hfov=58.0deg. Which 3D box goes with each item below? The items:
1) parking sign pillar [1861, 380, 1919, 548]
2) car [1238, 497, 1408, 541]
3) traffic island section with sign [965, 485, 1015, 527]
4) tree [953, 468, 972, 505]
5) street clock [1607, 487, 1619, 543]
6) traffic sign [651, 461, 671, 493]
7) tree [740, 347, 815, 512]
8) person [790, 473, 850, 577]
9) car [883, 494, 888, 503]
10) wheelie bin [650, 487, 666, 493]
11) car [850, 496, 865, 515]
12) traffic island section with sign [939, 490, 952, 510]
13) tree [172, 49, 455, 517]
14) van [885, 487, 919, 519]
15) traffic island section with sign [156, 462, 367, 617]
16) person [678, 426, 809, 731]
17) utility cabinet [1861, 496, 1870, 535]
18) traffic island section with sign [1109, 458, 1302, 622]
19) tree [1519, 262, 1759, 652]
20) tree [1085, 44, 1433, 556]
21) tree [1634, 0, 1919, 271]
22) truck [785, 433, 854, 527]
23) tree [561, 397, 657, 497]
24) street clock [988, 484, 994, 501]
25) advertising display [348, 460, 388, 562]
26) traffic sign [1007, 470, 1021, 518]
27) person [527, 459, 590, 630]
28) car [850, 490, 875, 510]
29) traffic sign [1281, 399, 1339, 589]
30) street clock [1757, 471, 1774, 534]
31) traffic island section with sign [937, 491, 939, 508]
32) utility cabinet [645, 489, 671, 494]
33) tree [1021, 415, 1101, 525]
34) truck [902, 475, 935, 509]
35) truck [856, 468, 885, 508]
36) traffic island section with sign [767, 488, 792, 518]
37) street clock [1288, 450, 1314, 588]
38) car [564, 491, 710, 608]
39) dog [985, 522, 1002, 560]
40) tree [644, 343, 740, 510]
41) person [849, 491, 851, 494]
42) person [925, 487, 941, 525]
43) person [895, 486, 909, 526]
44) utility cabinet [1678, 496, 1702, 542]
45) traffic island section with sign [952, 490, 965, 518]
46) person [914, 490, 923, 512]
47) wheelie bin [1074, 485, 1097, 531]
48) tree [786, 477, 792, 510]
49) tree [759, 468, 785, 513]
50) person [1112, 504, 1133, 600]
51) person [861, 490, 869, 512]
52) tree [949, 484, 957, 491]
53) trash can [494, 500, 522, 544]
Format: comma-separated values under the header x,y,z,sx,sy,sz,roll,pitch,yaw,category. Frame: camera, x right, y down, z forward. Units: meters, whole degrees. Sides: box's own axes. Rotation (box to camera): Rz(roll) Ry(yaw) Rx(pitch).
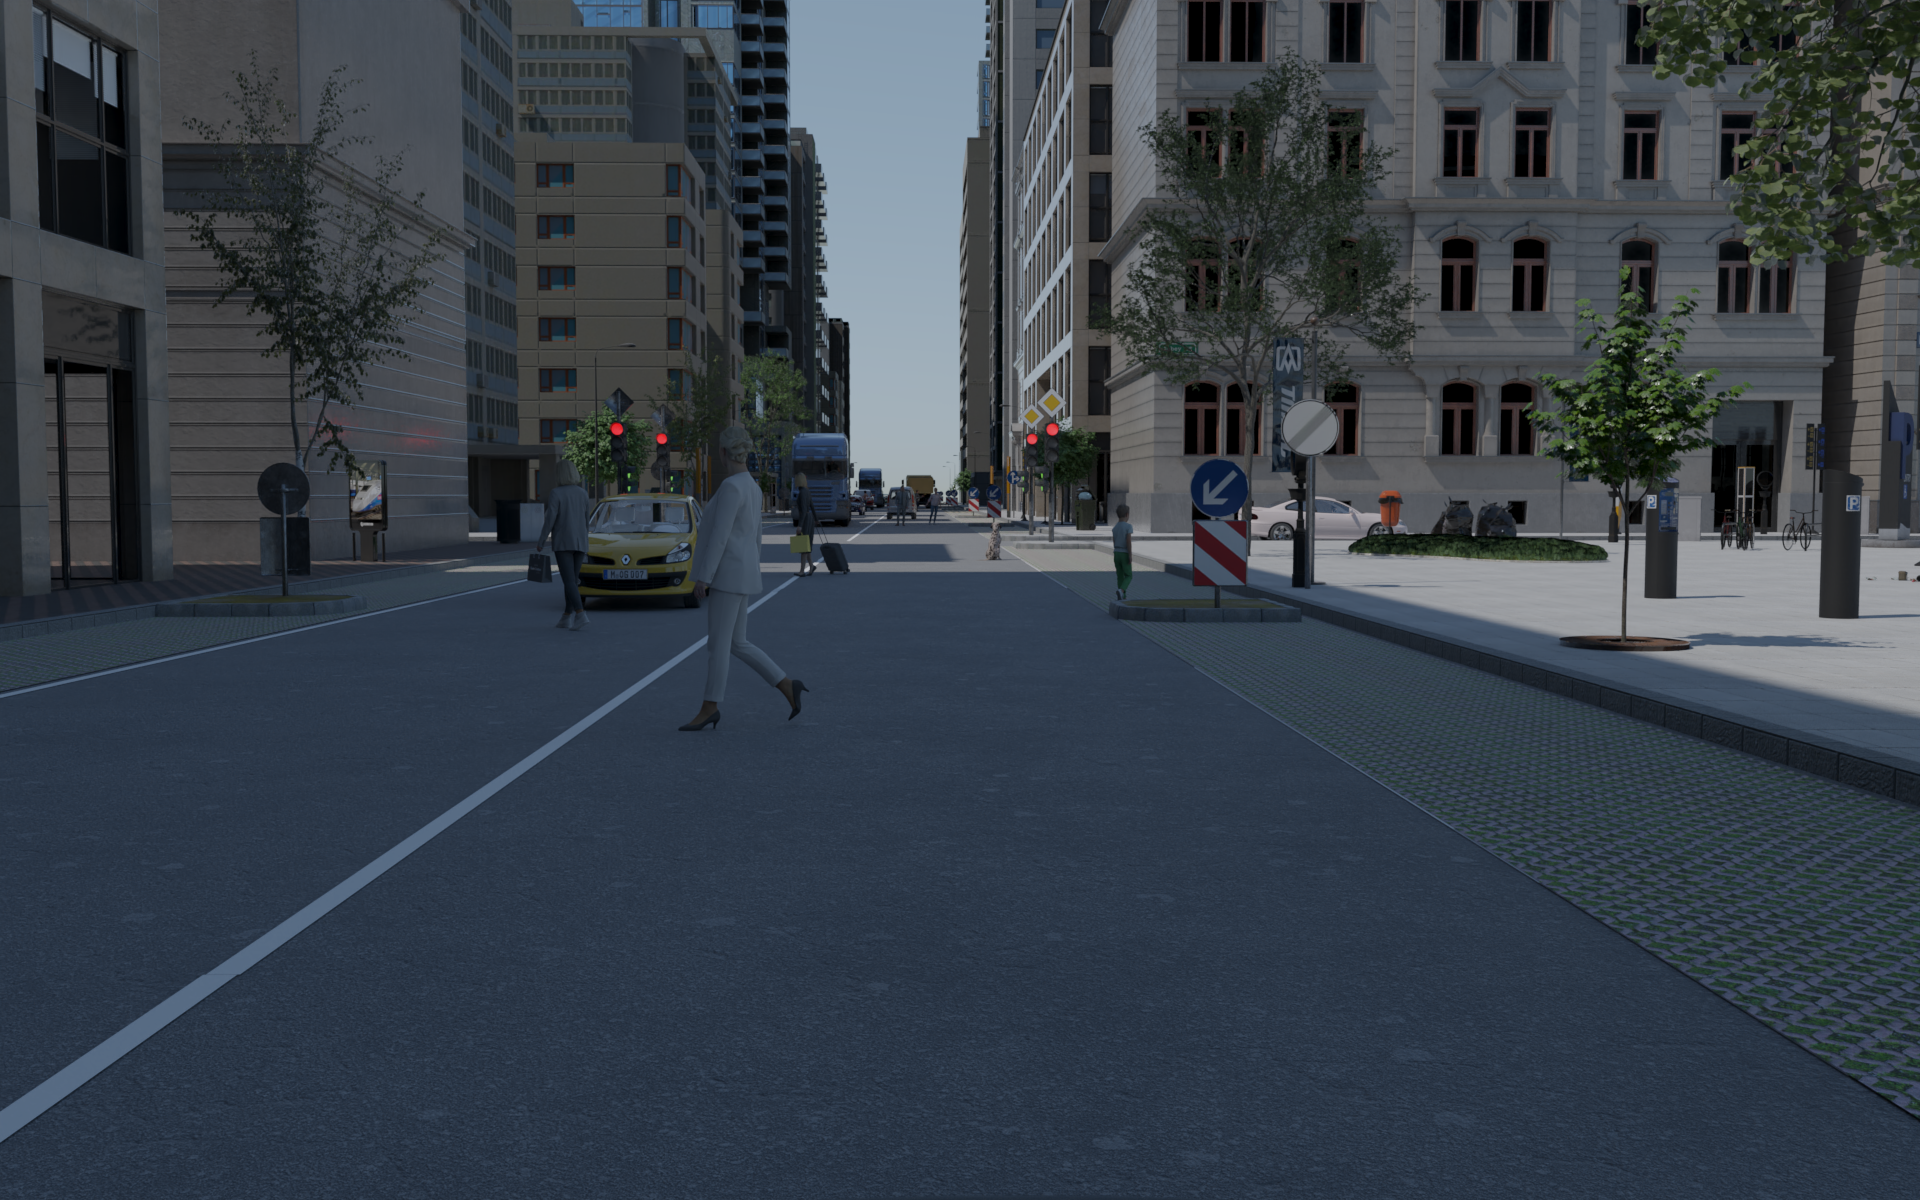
x,y,z,sx,sy,sz,roll,pitch,yaw,category
22.471,-3.246,41.544,1.447,3.967,1.447,3,5,40,parking sign pillar
10.365,-2.277,49.593,4.827,1.381,2.083,0,4,-1,car
1.356,-4.129,76.131,1.989,1.847,2.006,0,4,-1,traffic island section with sign
0.730,-13.983,212.335,4.285,4.588,4.351,0,3,0,tree
17.271,-2.518,45.735,0.471,2.002,0.358,-2,4,-34,street clock
-11.139,-3.937,64.480,0.768,2.556,0.104,0,4,3,traffic sign
-14.088,-12.116,123.852,9.928,11.665,9.643,0,3,0,tree
-2.484,-1.324,30.364,0.699,1.804,1.509,3,5,40,person
-10.112,-13.453,228.759,1.959,1.807,4.718,0,4,-3,car
-13.888,-4.374,79.426,0.980,1.594,0.693,1,4,19,wheelie bin
-7.402,-6.445,117.954,1.945,1.354,3.894,0,4,0,car
-0.626,-8.892,154.008,1.989,1.847,2.006,0,4,-1,traffic island section with sign
-11.118,-4.851,29.671,4.360,8.622,3.978,0,3,0,tree
-3.355,-5.670,99.715,2.013,2.044,4.112,0,4,0,van
-8.367,-0.759,21.033,1.989,1.847,2.006,0,4,-1,traffic island section with sign
-1.318,-0.134,10.562,0.818,1.842,0.514,-1,4,-13,person
28.706,-2.681,55.002,0.306,1.237,1.020,2,4,27,utility cabinet
2.776,-0.704,20.143,1.989,1.847,2.006,0,4,-1,traffic island section with sign
5.596,-1.226,14.644,1.663,3.219,1.824,0,3,0,tree
6.199,-6.182,35.494,7.601,10.594,8.767,-1,4,-17,tree
6.569,-5.437,7.023,7.486,12.596,7.792,0,3,0,tree
-6.475,-5.684,82.692,2.967,4.110,18.799,0,4,-3,truck
-11.777,-4.576,58.527,4.285,4.588,4.351,0,3,0,tree
2.190,-7.103,120.696,0.471,2.002,0.358,0,4,1,street clock
-11.215,-1.689,32.824,0.974,1.923,0.123,2,4,32,advertising display
2.910,-5.709,93.453,0.768,2.556,0.104,0,4,-1,traffic sign
-4.193,-0.588,18.305,0.728,1.800,0.709,3,5,44,person
-8.712,-8.918,154.484,2.281,1.827,5.304,0,4,-3,car
4.709,-1.423,23.375,0.768,2.556,0.104,0,4,7,traffic sign
25.558,-3.085,55.010,0.471,2.002,0.358,1,4,19,street clock
-1.309,-10.540,180.955,1.989,1.847,2.006,0,4,-1,traffic island section with sign
-14.126,-4.424,81.019,1.173,1.500,0.318,1,4,17,utility cabinet
4.163,-5.384,71.749,4.285,4.588,4.351,0,3,0,tree
-4.073,-10.852,173.349,3.469,3.379,9.791,0,4,-3,truck
-9.442,-12.020,186.290,2.967,4.110,18.799,0,4,-1,truck
-10.468,-5.806,103.552,1.989,1.847,2.006,0,4,-1,traffic island section with sign
4.671,-1.174,23.763,0.358,2.002,0.471,0,4,2,street clock
-4.160,-0.778,22.949,2.015,1.641,3.980,0,4,-3,car
0.630,-1.269,37.578,0.800,0.831,0.513,-2,4,-34,dog
-12.715,-8.136,83.390,4.737,8.622,4.395,0,3,0,tree
-12.671,-11.681,199.452,1.348,1.831,0.705,1,4,21,person
-1.306,-4.418,81.411,0.731,1.740,0.598,-2,4,-26,person
-2.632,-4.263,78.304,0.635,1.810,0.391,0,4,-2,person
19.571,-2.195,47.053,1.020,1.237,0.306,1,4,15,utility cabinet
0.675,-5.786,103.230,1.989,1.847,2.006,0,4,-1,traffic island section with sign
-3.377,-8.143,142.174,0.750,1.759,0.617,-1,4,-21,person
4.400,-3.239,60.870,0.693,1.594,0.980,-1,4,-20,wheelie bin
-13.613,-9.015,142.004,1.663,3.219,1.824,0,3,0,tree
-13.408,-7.575,118.450,1.663,3.219,1.824,0,3,0,tree
2.094,-0.588,22.368,0.306,1.304,0.590,1,4,20,person
-7.709,-7.968,139.488,0.721,1.736,1.217,2,4,31,person
-0.910,-17.054,273.426,1.663,3.219,1.824,0,3,0,tree
-11.714,-2.035,44.927,0.748,1.137,0.748,0,3,0,trash can
